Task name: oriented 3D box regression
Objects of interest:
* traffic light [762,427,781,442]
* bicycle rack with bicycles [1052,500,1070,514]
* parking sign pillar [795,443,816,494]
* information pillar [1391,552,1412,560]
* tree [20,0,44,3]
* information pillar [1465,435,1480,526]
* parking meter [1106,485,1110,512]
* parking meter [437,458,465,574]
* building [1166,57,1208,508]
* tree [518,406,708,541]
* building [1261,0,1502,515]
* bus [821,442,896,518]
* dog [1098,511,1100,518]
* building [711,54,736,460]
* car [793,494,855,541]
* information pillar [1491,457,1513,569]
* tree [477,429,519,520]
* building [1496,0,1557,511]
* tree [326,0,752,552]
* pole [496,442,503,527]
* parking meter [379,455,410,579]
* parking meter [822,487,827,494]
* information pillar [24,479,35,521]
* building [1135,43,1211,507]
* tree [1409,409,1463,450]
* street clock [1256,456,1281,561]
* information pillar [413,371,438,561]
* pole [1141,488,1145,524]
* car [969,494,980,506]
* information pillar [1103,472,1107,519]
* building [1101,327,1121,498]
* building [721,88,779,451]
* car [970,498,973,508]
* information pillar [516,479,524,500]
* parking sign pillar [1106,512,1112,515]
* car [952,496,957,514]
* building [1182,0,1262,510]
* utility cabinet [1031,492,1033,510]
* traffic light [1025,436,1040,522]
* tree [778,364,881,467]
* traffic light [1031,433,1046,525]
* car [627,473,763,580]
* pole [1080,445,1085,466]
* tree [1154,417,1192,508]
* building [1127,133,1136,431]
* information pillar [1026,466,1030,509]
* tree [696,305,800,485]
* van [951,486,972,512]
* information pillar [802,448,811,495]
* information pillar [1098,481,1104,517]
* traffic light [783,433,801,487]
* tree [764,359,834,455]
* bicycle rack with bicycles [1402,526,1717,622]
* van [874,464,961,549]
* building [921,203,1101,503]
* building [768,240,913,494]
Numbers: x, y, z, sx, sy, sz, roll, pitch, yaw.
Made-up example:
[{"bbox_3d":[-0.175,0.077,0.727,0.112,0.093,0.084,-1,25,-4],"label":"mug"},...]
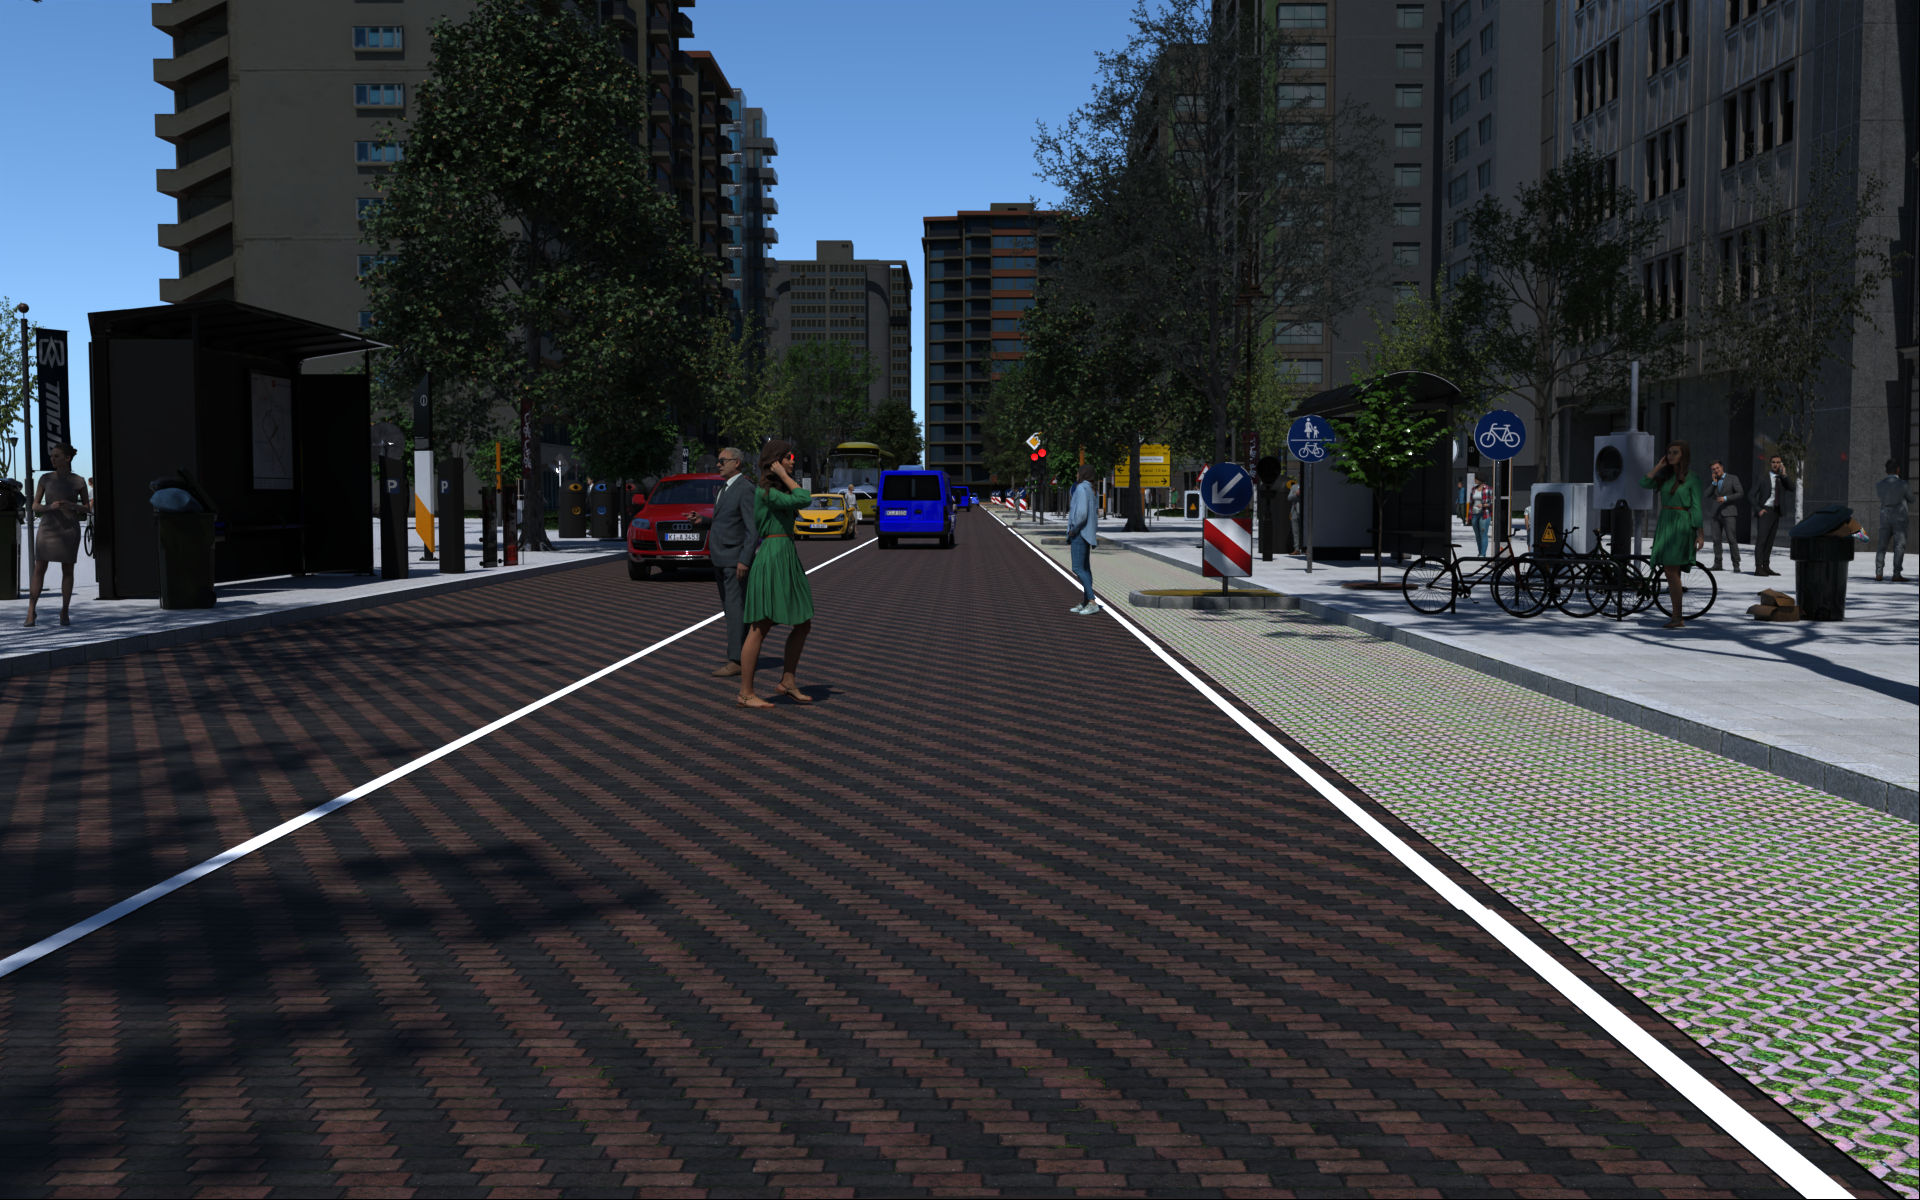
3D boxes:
[{"bbox_3d":[-7.796,-5.063,71.698,0.839,4.253,0.868,0,4,0],"label":"traffic light"},{"bbox_3d":[6.917,-5.955,110.750,2.852,0.926,2.925,3,4,38],"label":"bicycle rack with bicycles"},{"bbox_3d":[-8.203,-6.264,90.881,1.447,3.967,1.447,0,4,-3],"label":"parking sign pillar"},{"bbox_3d":[8.668,-1.804,33.980,0.304,2.012,0.304,-3,5,-44],"label":"information pillar"},{"bbox_3d":[-8.847,-6.086,9.880,12.009,13.543,11.850,0,3,0],"label":"tree"},{"bbox_3d":[20.463,-4.758,69.143,0.504,3.616,0.183,0,4,-4],"label":"information pillar"},{"bbox_3d":[9.613,-6.565,113.051,0.255,1.863,0.399,1,4,10],"label":"parking meter"},{"bbox_3d":[-8.210,-1.359,27.936,0.399,1.863,0.255,3,4,36],"label":"parking meter"},{"bbox_3d":[26.715,-29.510,166.088,14.154,41.232,14.086,0,4,0],"label":"building"},{"bbox_3d":[-9.176,-3.901,47.492,4.285,4.588,4.351,0,3,0],"label":"tree"},{"bbox_3d":[27.500,-26.611,118.684,14.154,41.232,14.086,0,4,0],"label":"building"},{"bbox_3d":[-4.786,-5.740,85.392,2.896,3.916,12.252,0,4,1],"label":"bus"},{"bbox_3d":[7.301,-4.527,91.752,0.550,0.427,0.748,1,4,13],"label":"dog"},{"bbox_3d":[-34.030,-31.477,169.266,22.147,44.769,28.867,0,4,0],"label":"building"},{"bbox_3d":[-4.273,-2.717,54.643,2.015,1.641,3.980,0,4,1],"label":"car"},{"bbox_3d":[9.301,-1.542,29.710,0.304,2.012,0.304,1,4,22],"label":"information pillar"},{"bbox_3d":[-22.382,-6.183,84.806,4.285,4.588,4.351,0,3,0],"label":"tree"},{"bbox_3d":[36.538,-25.453,99.749,14.086,41.232,14.154,0,4,0],"label":"building"},{"bbox_3d":[-9.493,-7.441,38.667,9.611,12.733,9.660,0,3,0],"label":"tree"},{"bbox_3d":[-18.083,-4.534,67.967,0.158,3.312,0.155,0,3,0],"label":"pole"},{"bbox_3d":[-8.520,-1.248,26.120,0.399,1.863,0.255,0,4,-5],"label":"parking meter"},{"bbox_3d":[-10.860,-8.135,138.715,0.399,1.863,0.255,3,4,37],"label":"parking meter"},{"bbox_3d":[-44.199,-4.758,82.293,0.304,2.012,0.304,2,4,32],"label":"information pillar"},{"bbox_3d":[30.575,-34.262,183.880,21.300,48.544,21.600,0,4,0],"label":"building"},{"bbox_3d":[26.367,-8.953,96.740,4.360,8.622,3.978,0,3,0],"label":"tree"},{"bbox_3d":[5.873,-1.740,33.015,0.471,2.002,0.358,0,4,7],"label":"street clock"},{"bbox_3d":[-10.276,-2.561,33.232,0.504,3.616,0.183,3,4,36],"label":"information pillar"},{"bbox_3d":[7.636,-4.798,72.296,0.158,3.312,0.155,0,3,0],"label":"pole"},{"bbox_3d":[1.399,-11.855,203.422,1.945,1.707,3.694,0,4,1],"label":"car"},{"bbox_3d":[7.357,-5.902,87.860,0.183,3.616,0.504,1,4,12],"label":"information pillar"},{"bbox_3d":[33.711,-35.251,268.237,23.993,40.220,32.217,0,4,0],"label":"building"},{"bbox_3d":[-37.106,-35.757,204.239,30.456,49.044,23.786,0,4,0],"label":"building"},{"bbox_3d":[0.292,-9.955,174.771,2.014,1.417,4.499,0,3,0],"label":"car"},{"bbox_3d":[-20.819,-4.744,82.060,0.304,2.012,0.304,-2,4,-34],"label":"information pillar"},{"bbox_3d":[9.409,-7.126,104.984,1.447,3.967,1.447,0,4,4],"label":"parking sign pillar"},{"bbox_3d":[-1.158,-7.088,128.251,2.083,1.381,4.827,0,4,1],"label":"car"},{"bbox_3d":[30.126,-43.108,143.060,20.563,71.187,20.611,0,4,0],"label":"building"},{"bbox_3d":[5.999,-7.733,135.106,0.318,1.500,1.173,-2,4,-32],"label":"utility cabinet"},{"bbox_3d":[3.397,-5.549,79.654,0.839,4.253,0.868,0,4,0],"label":"traffic light"},{"bbox_3d":[-9.412,-11.582,123.775,8.767,10.594,7.601,1,4,20],"label":"tree"},{"bbox_3d":[3.365,-5.061,71.669,0.839,4.253,0.868,0,4,0],"label":"traffic light"},{"bbox_3d":[-4.507,-1.335,30.504,2.281,1.827,5.304,0,4,-1],"label":"car"},{"bbox_3d":[5.058,-4.762,71.706,0.158,3.312,0.155,0,3,0],"label":"pole"},{"bbox_3d":[15.805,-10.898,128.552,4.737,8.622,4.395,0,3,0],"label":"tree"},{"bbox_3d":[31.340,-35.580,205.437,21.300,48.544,21.600,0,4,0],"label":"building"},{"bbox_3d":[5.731,-9.443,145.752,0.183,3.616,0.504,2,4,25],"label":"information pillar"},{"bbox_3d":[-8.699,-7.206,68.173,4.737,8.622,4.395,0,3,0],"label":"tree"},{"bbox_3d":[-0.120,-8.353,140.952,2.240,2.365,5.245,0,4,1],"label":"van"},{"bbox_3d":[-7.892,-5.979,89.109,0.504,3.616,0.183,-3,5,-40],"label":"information pillar"},{"bbox_3d":[7.842,-5.586,95.827,0.304,2.012,0.304,1,4,18],"label":"information pillar"},{"bbox_3d":[-7.764,-5.551,79.683,0.839,4.253,0.868,0,4,0],"label":"traffic light"},{"bbox_3d":[-9.108,-8.882,95.577,4.360,8.622,3.978,0,3,0],"label":"tree"},{"bbox_3d":[6.560,-0.310,18.447,2.925,0.926,2.852,3,5,40],"label":"bicycle rack with bicycles"},{"bbox_3d":[-1.147,-2.604,46.963,2.240,2.365,5.245,0,4,2],"label":"van"},{"bbox_3d":[7.156,-37.218,263.136,28.867,44.769,22.147,0,4,0],"label":"building"},{"bbox_3d":[-19.431,-35.246,268.152,23.993,40.220,32.217,0,4,0],"label":"building"}]
